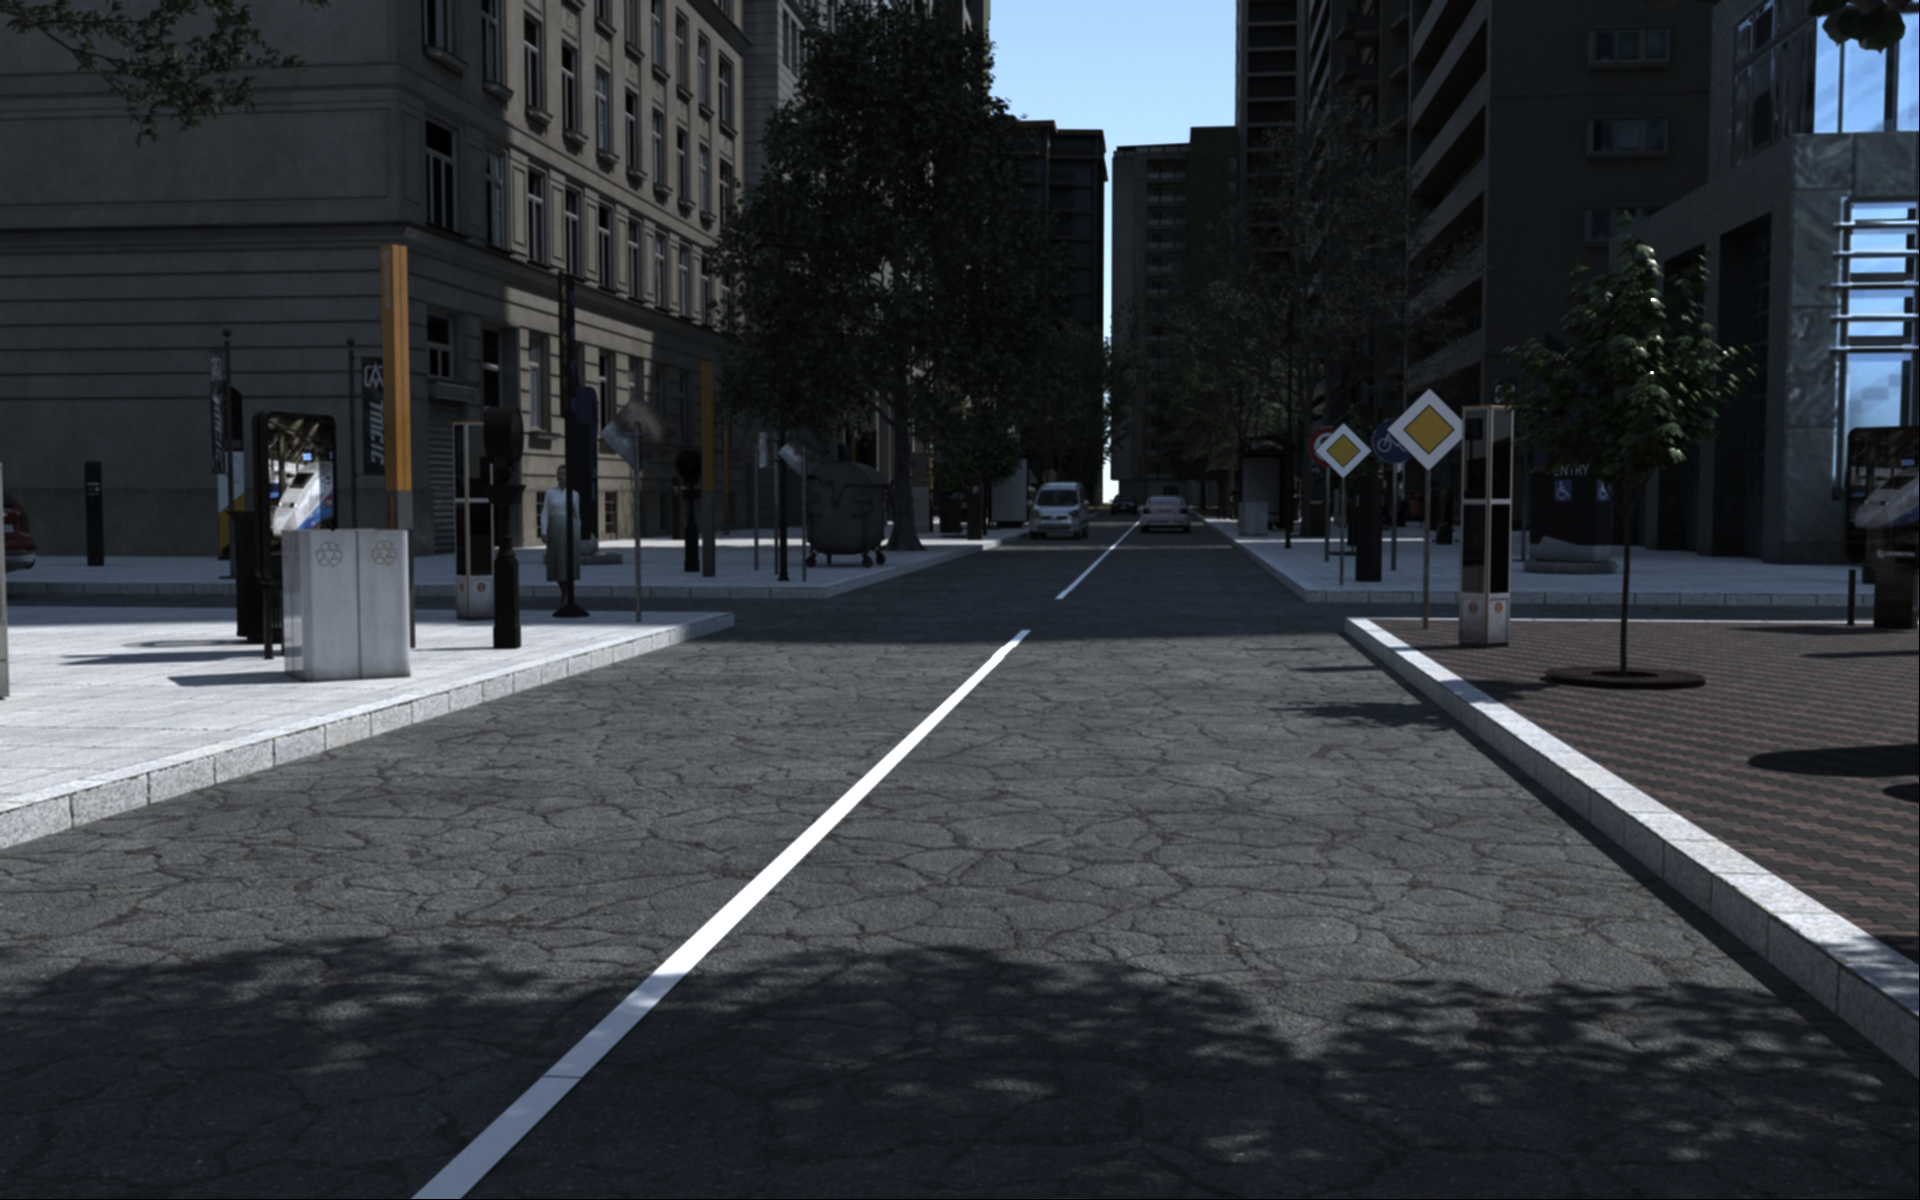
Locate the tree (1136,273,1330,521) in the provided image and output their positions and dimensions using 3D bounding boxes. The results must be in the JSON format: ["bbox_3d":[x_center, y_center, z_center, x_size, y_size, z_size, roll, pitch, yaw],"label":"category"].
[{"bbox_3d":[13.686,-9.555,81.980,9.928,11.665,9.643,0,3,0],"label":"tree"}]

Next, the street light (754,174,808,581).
[{"bbox_3d":[-2.611,-3.221,25.453,0.468,5.910,1.993,0,4,7],"label":"street light"}]

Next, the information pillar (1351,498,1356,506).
[{"bbox_3d":[13.333,-4.120,58.709,0.183,3.616,0.504,0,4,3],"label":"information pillar"}]

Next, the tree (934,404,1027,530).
[{"bbox_3d":[0.765,-4.867,63.292,4.285,4.588,4.351,0,3,0],"label":"tree"}]

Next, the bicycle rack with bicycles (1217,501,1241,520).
[{"bbox_3d":[14.100,-4.438,85.936,2.852,0.926,2.925,0,4,-1],"label":"bicycle rack with bicycles"}]

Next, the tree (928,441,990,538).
[{"bbox_3d":[-0.186,-3.478,51.462,1.663,3.219,1.824,0,3,0],"label":"tree"}]

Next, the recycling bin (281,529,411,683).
[{"bbox_3d":[-4.337,0.020,12.228,0.722,1.027,0.722,-2,4,-32],"label":"recycling bin"}]

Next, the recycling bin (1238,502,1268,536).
[{"bbox_3d":[9.008,-2.489,53.245,0.722,1.027,0.722,-1,4,-10],"label":"recycling bin"}]

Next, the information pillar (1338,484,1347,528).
[{"bbox_3d":[14.567,-3.755,65.892,0.304,2.012,0.304,1,4,17],"label":"information pillar"}]

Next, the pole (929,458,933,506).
[{"bbox_3d":[-1.626,-6.334,97.397,0.158,3.312,0.155,0,3,0],"label":"pole"}]

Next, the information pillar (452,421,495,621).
[{"bbox_3d":[-4.958,-0.806,17.678,0.304,2.012,0.304,-3,5,-40],"label":"information pillar"}]

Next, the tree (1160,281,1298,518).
[{"bbox_3d":[14.404,-10.636,92.026,7.486,12.596,7.792,0,3,0],"label":"tree"}]

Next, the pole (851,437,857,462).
[{"bbox_3d":[-3.812,-4.196,62.446,0.158,3.312,0.155,0,3,0],"label":"pole"}]

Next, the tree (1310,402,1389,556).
[{"bbox_3d":[8.186,-2.569,36.597,1.663,3.219,1.824,0,3,0],"label":"tree"}]

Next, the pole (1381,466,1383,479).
[{"bbox_3d":[23.491,-6.283,96.563,0.158,3.312,0.155,0,3,0],"label":"pole"}]

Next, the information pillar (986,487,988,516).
[{"bbox_3d":[1.394,-5.827,99.768,0.304,2.012,0.304,3,4,37],"label":"information pillar"}]

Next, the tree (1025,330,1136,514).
[{"bbox_3d":[7.465,-11.319,110.826,9.928,11.665,9.643,0,3,0],"label":"tree"}]

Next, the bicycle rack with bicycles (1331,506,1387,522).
[{"bbox_3d":[18.271,-3.977,78.411,2.925,0.926,2.852,1,4,18],"label":"bicycle rack with bicycles"}]

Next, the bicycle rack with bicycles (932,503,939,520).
[{"bbox_3d":[-1.839,-4.410,85.490,2.925,0.926,2.852,-1,4,-17],"label":"bicycle rack with bicycles"}]

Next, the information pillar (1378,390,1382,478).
[{"bbox_3d":[9.391,-2.902,38.796,0.183,3.616,0.504,1,4,12],"label":"information pillar"}]

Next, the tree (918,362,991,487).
[{"bbox_3d":[-0.407,-7.960,80.501,4.737,8.622,4.395,0,3,0],"label":"tree"}]

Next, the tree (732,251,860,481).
[{"bbox_3d":[-4.393,-6.135,50.674,4.360,8.622,3.978,0,3,0],"label":"tree"}]

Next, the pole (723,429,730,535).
[{"bbox_3d":[-7.330,-3.699,54.330,0.158,3.312,0.155,0,3,0],"label":"pole"}]

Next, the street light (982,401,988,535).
[{"bbox_3d":[0.776,-4.970,54.045,0.468,5.910,1.993,0,4,7],"label":"street light"}]

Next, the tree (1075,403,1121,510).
[{"bbox_3d":[10.767,-11.459,137.717,4.737,8.622,4.395,0,3,0],"label":"tree"}]

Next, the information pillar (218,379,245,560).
[{"bbox_3d":[-14.183,-2.587,33.645,0.504,3.616,0.183,-1,4,-14],"label":"information pillar"}]

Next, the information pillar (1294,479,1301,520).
[{"bbox_3d":[16.904,-5.048,87.028,0.304,2.012,0.304,-1,4,-19],"label":"information pillar"}]

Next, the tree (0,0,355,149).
[{"bbox_3d":[-6.047,-4.461,7.345,7.601,10.594,8.767,-1,4,-23],"label":"tree"}]

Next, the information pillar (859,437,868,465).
[{"bbox_3d":[-3.465,-4.337,62.267,0.183,3.616,0.504,2,4,32],"label":"information pillar"}]

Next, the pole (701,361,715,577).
[{"bbox_3d":[-3.893,-2.014,26.767,0.158,3.312,0.155,0,3,0],"label":"pole"}]

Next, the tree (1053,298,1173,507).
[{"bbox_3d":[14.722,-18.952,165.751,12.611,20.169,13.585,0,3,0],"label":"tree"}]

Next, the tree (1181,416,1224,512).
[{"bbox_3d":[18.063,-10.740,125.962,4.360,8.622,3.978,0,3,0],"label":"tree"}]

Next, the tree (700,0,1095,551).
[{"bbox_3d":[-1.407,-7.478,39.273,9.611,12.733,9.660,0,3,0],"label":"tree"}]

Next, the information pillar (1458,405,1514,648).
[{"bbox_3d":[4.408,-0.613,14.516,0.304,2.012,0.304,-2,4,-33],"label":"information pillar"}]

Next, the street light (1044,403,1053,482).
[{"bbox_3d":[4.155,-6.690,82.176,0.468,5.910,1.993,0,4,7],"label":"street light"}]

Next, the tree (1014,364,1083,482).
[{"bbox_3d":[5.137,-8.909,96.026,4.360,8.622,3.978,0,3,0],"label":"tree"}]

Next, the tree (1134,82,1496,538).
[{"bbox_3d":[10.453,-8.617,51.261,12.009,13.543,11.850,0,3,0],"label":"tree"}]

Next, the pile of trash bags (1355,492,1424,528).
[{"bbox_3d":[16.820,-3.539,67.610,1.912,1.369,3.447,-2,4,-29],"label":"pile of trash bags"}]

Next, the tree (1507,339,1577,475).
[{"bbox_3d":[12.802,-3.234,36.582,4.285,4.588,4.351,0,3,0],"label":"tree"}]

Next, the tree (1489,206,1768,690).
[{"bbox_3d":[4.429,-1.054,11.838,1.663,3.219,1.824,0,3,0],"label":"tree"}]

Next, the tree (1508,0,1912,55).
[{"bbox_3d":[3.825,-5.863,2.512,9.857,13.997,8.962,0,3,0],"label":"tree"}]

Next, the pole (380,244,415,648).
[{"bbox_3d":[-4.647,-1.252,14.311,0.158,3.312,0.155,0,3,0],"label":"pole"}]
